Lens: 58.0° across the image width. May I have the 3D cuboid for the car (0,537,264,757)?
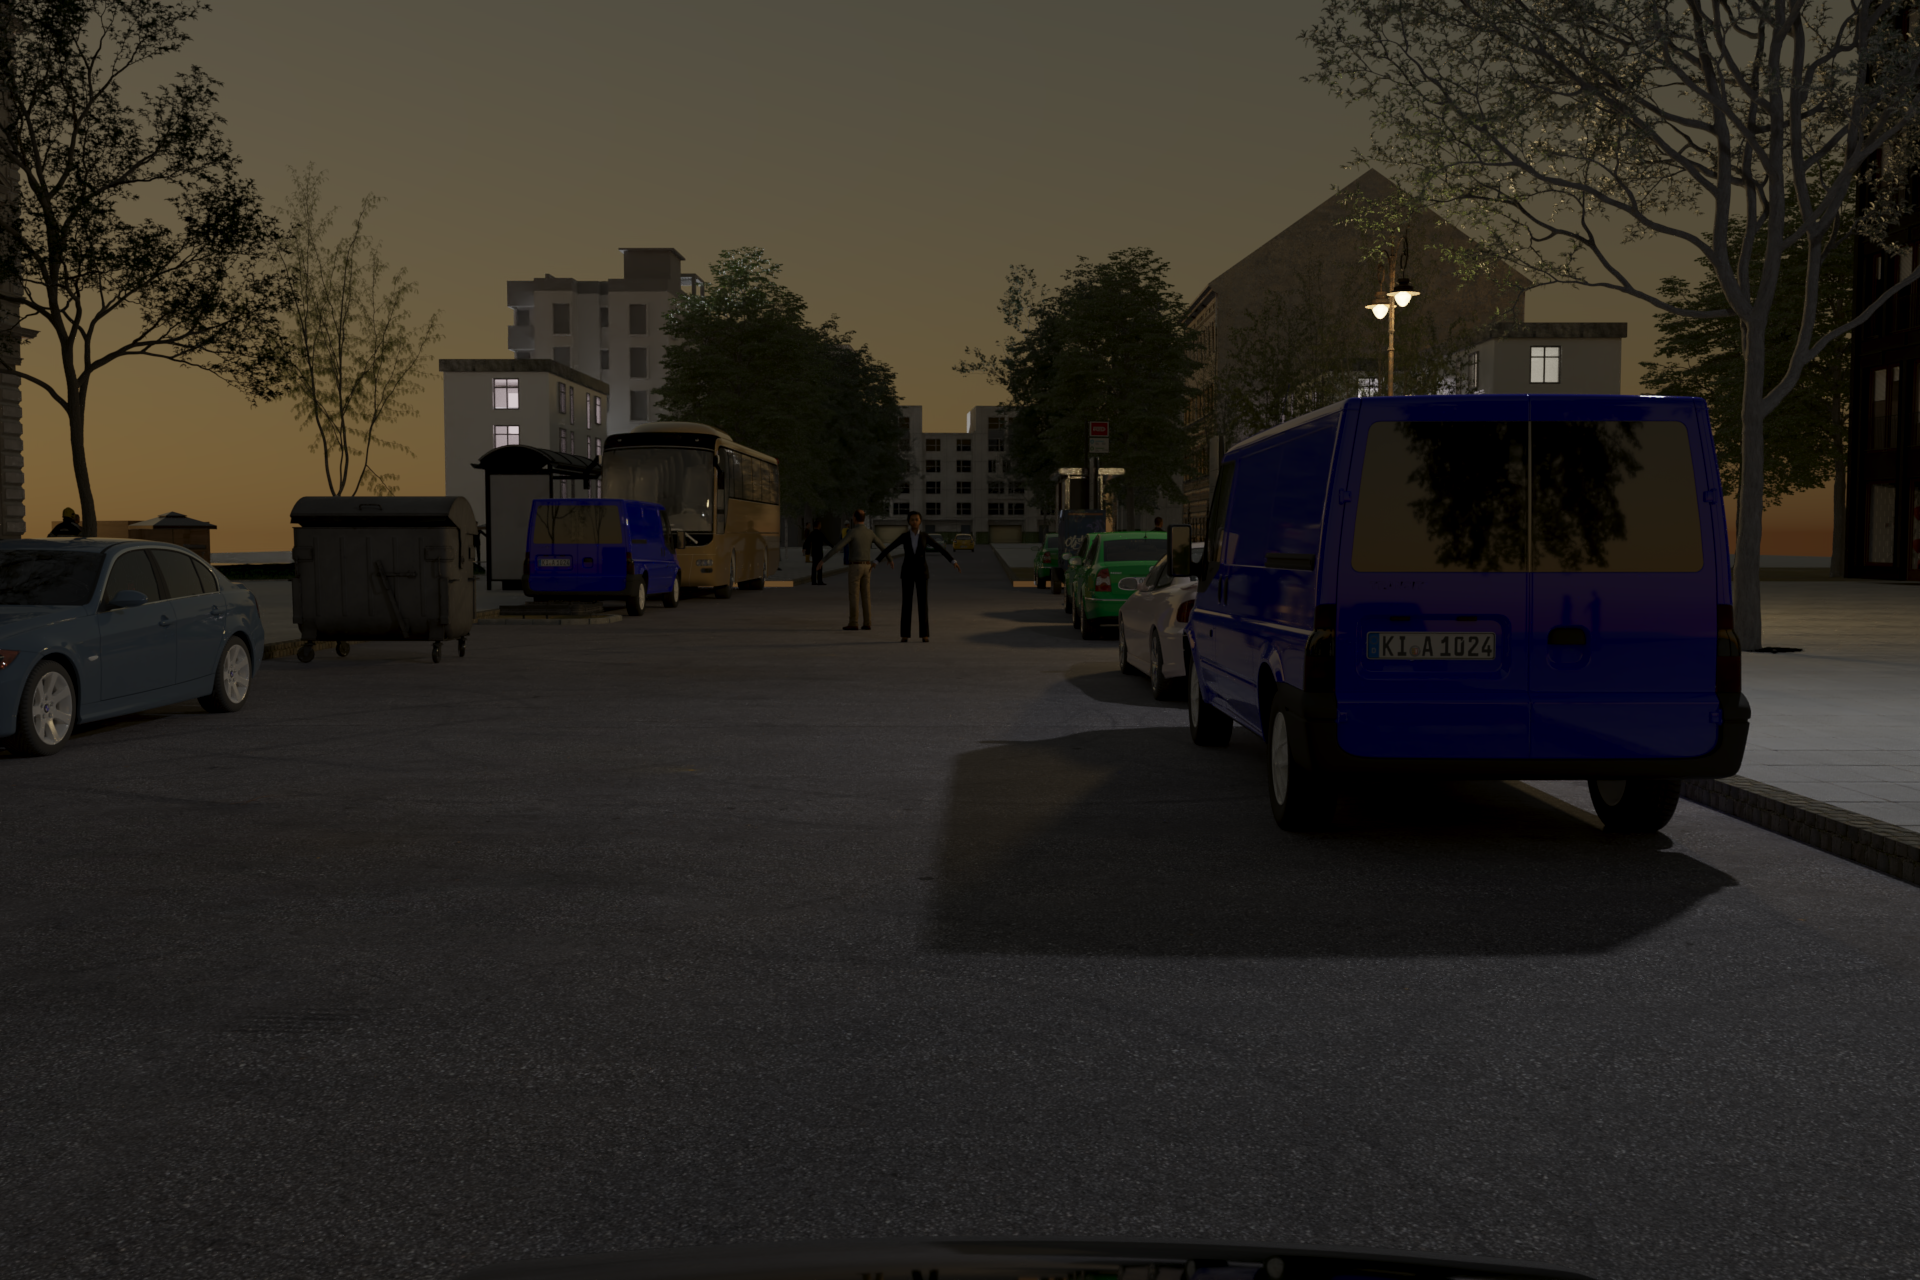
[{"bbox_3d":[-6.699,-0.042,12.685,2.014,1.417,4.499,0,4,1],"label":"car"}]

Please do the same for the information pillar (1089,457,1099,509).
[{"bbox_3d":[4.128,-3.797,53.390,0.184,3.620,1.656,0,4,0],"label":"information pillar"}]

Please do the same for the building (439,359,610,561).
[{"bbox_3d":[-24.169,-9.480,97.141,9.099,9.664,28.070,0,4,0],"label":"building"}]

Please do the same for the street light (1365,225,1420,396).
[{"bbox_3d":[6.526,-3.272,26.289,0.468,5.910,1.993,0,4,1],"label":"street light"}]

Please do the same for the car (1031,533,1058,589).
[{"bbox_3d":[2.917,-2.326,46.819,1.959,1.807,4.718,0,4,1],"label":"car"}]

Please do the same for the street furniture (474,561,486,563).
[{"bbox_3d":[-12.755,-3.652,66.557,11.010,1.723,9.812,-1,4,-20],"label":"street furniture"}]

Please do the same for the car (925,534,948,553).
[{"bbox_3d":[-1.881,-6.479,117.731,2.131,1.459,4.920,0,4,1],"label":"car"}]

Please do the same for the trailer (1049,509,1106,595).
[{"bbox_3d":[2.904,-2.142,42.064,1.471,1.999,3.904,0,3,0],"label":"trailer"}]

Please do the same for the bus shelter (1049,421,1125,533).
[{"bbox_3d":[4.212,-4.981,59.074,2.179,5.291,8.768,0,4,0],"label":"bus shelter"}]

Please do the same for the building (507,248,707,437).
[{"bbox_3d":[-23.937,-15.867,115.840,16.016,20.090,11.380,0,4,1],"label":"building"}]

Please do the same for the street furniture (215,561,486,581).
[{"bbox_3d":[-17.941,-2.204,51.660,5.734,0.657,10.072,1,4,14],"label":"street furniture"}]

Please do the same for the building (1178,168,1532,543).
[{"bbox_3d":[24.904,-17.287,113.579,19.493,23.208,18.063,0,4,1],"label":"building"}]

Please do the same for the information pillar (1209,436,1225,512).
[{"bbox_3d":[6.243,-3.108,42.124,0.184,3.620,1.656,0,4,1],"label":"information pillar"}]

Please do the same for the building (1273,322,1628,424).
[{"bbox_3d":[21.940,-8.605,82.839,9.099,9.664,28.070,0,4,0],"label":"building"}]

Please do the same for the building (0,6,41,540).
[{"bbox_3d":[-31.062,-12.913,38.843,11.050,23.595,19.941,0,4,1],"label":"building"}]

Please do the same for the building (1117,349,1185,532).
[{"bbox_3d":[25.100,-18.683,171.919,16.747,18.905,31.486,0,4,1],"label":"building"}]

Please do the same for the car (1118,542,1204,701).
[{"bbox_3d":[2.581,-0.240,16.281,2.083,1.381,4.827,0,4,0],"label":"car"}]

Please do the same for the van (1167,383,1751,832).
[{"bbox_3d":[2.486,-0.343,9.999,2.240,2.365,5.245,0,4,1],"label":"van"}]

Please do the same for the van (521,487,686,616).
[{"bbox_3d":[-6.451,-1.684,31.913,2.240,2.365,5.245,0,4,0],"label":"van"}]

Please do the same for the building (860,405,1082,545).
[{"bbox_3d":[1.593,-22.994,244.867,31.486,18.905,16.747,0,4,-4],"label":"building"}]

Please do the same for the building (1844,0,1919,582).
[{"bbox_3d":[29.469,-12.758,37.258,12.332,23.479,15.834,0,4,1],"label":"building"}]

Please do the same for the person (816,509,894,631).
[{"bbox_3d":[-1.516,-1.046,25.838,1.348,1.796,0.705,-3,4,-36],"label":"person"}]

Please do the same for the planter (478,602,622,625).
[{"bbox_3d":[-6.615,-0.438,28.307,1.991,0.319,1.994,0,4,1],"label":"planter"}]

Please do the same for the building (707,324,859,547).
[{"bbox_3d":[-25.879,-20.844,184.773,27.936,21.610,32.646,0,4,2],"label":"building"}]

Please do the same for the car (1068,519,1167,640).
[{"bbox_3d":[2.558,-0.979,24.809,1.959,1.807,4.718,0,4,1],"label":"car"}]

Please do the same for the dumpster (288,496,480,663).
[{"bbox_3d":[-6.511,-0.699,19.639,1.865,1.857,1.264,0,4,0],"label":"dumpster"}]

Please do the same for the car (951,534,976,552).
[{"bbox_3d":[0.290,-7.839,138.392,2.015,1.641,3.980,0,3,0],"label":"car"}]

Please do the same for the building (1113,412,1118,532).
[{"bbox_3d":[28.118,-22.845,204.450,19.493,23.208,18.063,0,4,0],"label":"building"}]

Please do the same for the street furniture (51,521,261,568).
[{"bbox_3d":[-29.683,-3.260,60.151,9.812,1.723,11.010,3,4,36],"label":"street furniture"}]

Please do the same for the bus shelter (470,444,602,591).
[{"bbox_3d":[-9.987,-2.930,41.822,2.014,3.302,5.546,0,4,1],"label":"bus shelter"}]

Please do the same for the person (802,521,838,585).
[{"bbox_3d":[-3.977,-2.437,48.528,1.346,1.802,0.704,3,5,39],"label":"person"}]

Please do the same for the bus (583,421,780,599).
[{"bbox_3d":[-6.235,-3.057,41.526,2.896,3.916,12.252,0,4,0],"label":"bus"}]

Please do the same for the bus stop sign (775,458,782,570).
[{"bbox_3d":[-6.711,-4.425,61.058,0.855,3.939,0.416,0,4,1],"label":"bus stop sign"}]

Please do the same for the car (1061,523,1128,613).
[{"bbox_3d":[2.767,-1.290,29.893,1.959,1.807,4.718,0,3,0],"label":"car"}]
